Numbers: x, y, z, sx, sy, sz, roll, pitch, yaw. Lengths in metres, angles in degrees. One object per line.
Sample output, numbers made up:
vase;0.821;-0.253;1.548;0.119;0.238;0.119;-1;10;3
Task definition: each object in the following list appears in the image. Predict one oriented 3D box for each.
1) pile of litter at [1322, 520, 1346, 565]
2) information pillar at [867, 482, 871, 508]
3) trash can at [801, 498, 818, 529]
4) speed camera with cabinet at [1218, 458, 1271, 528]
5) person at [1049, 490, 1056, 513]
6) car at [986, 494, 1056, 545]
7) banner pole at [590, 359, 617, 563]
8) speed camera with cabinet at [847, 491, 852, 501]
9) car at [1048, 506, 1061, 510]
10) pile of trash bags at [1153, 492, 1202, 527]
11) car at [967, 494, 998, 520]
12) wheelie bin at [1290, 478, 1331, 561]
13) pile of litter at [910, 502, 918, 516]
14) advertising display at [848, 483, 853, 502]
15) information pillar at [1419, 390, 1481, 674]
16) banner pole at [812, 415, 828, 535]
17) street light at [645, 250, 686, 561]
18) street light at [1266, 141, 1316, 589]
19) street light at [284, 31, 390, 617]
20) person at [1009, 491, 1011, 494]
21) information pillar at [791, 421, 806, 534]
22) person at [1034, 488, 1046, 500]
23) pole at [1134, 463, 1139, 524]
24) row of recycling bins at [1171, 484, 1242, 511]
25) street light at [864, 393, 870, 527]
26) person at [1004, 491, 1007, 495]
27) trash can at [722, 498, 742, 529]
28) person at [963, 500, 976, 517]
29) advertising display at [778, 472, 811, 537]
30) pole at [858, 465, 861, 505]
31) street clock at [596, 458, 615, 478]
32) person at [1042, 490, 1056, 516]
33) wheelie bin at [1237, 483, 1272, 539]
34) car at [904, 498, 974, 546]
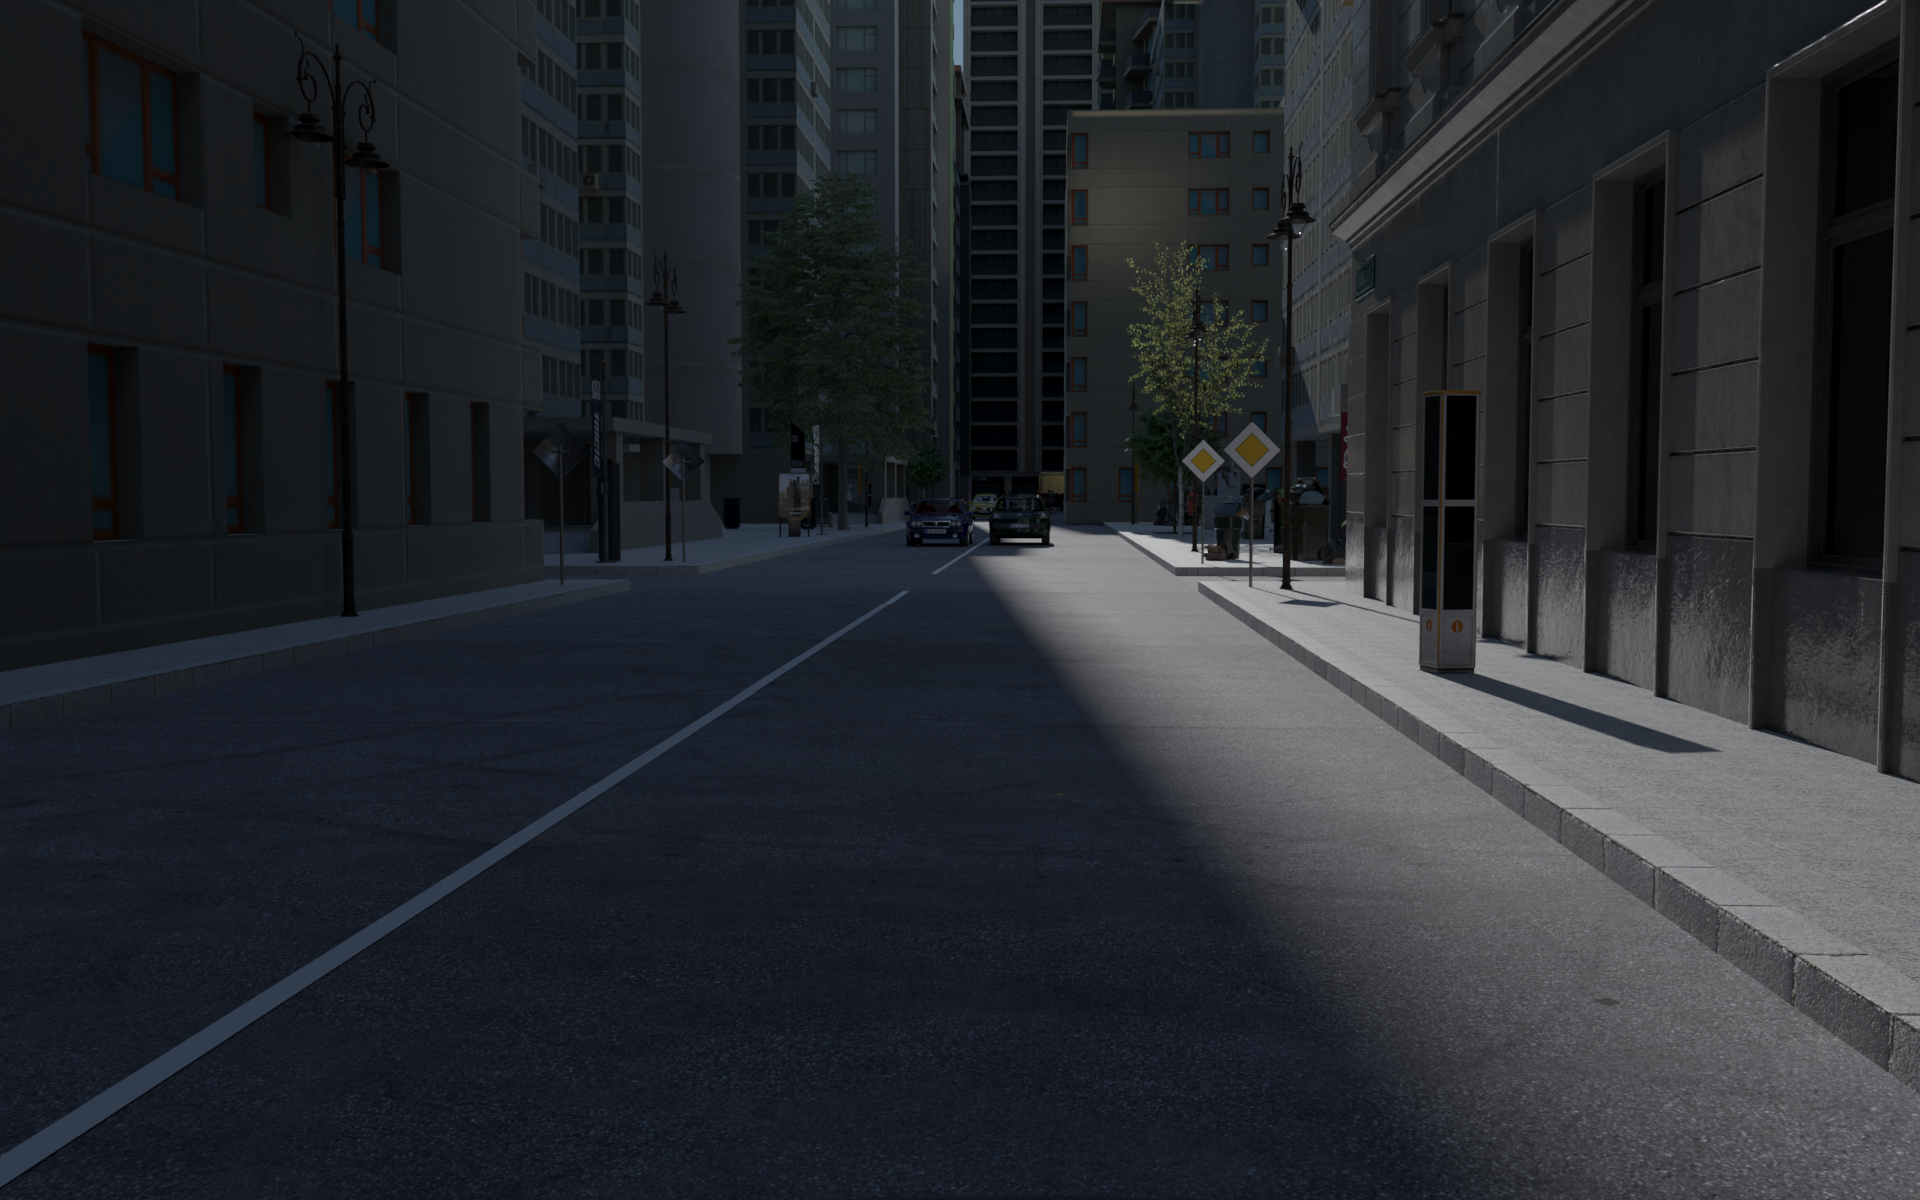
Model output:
pile of litter;7.425;-1.099;31.928;1.719;0.858;1.176;-1;4;-10
information pillar;-5.471;-6.129;104.708;0.304;2.012;0.304;0;4;-5
trash can;-5.543;-3.147;63.099;0.748;1.137;0.748;0;3;0
speed camera with cabinet;10.721;-4.338;65.258;2.038;3.252;0.660;-1;4;-23
person;6.895;-7.333;129.307;0.541;1.710;0.530;1;4;16
car;1.739;-2.443;49.737;2.009;1.686;4.222;0;4;3
banner pole;-6.645;-2.567;31.992;0.401;3.779;0.863;1;4;10
speed camera with cabinet;-6.826;-6.019;92.745;2.038;3.252;0.660;0;4;5
car;8.709;-9.272;161.813;2.015;1.641;3.980;0;4;3
pile of trash bags;9.008;-3.668;69.719;1.912;1.369;3.447;0;4;-7
car;1.455;-5.347;97.648;2.015;1.641;3.980;0;4;3
wheelie bin;6.711;-1.559;33.403;0.693;1.594;0.980;-2;4;-26
pile of litter;-2.395;-5.231;99.493;1.719;0.858;1.176;-3;5;-43
advertising display;-6.616;-6.025;103.722;0.123;1.923;0.974;1;4;11
information pillar;3.518;-0.487;12.455;0.304;2.012;0.304;-1;4;-12
banner pole;-4.490;-3.968;54.891;0.401;3.779;0.863;-2;4;-32
street light;-5.593;-3.687;33.064;0.468;5.910;1.993;0;4;3
street light;4.406;-3.084;23.212;0.468;5.910;1.993;0;4;3
street light;-6.398;-2.763;17.967;0.468;5.910;1.993;0;4;3
person;4.415;-8.630;150.279;0.721;1.739;1.217;-3;5;-43
information pillar;-5.201;-3.926;55.549;0.504;3.616;0.183;1;4;16
person;5.480;-6.953;122.141;1.348;1.831;0.705;1;4;19
pole;7.674;-4.975;75.179;0.158;3.312;0.155;0;3;0
row of recycling bins;10.540;-3.981;72.202;3.534;1.692;1.069;1;4;11
street light;-3.641;-5.782;67.317;0.468;5.910;1.993;0;4;3
person;4.418;-9.820;169.767;1.217;1.736;0.721;2;4;29
trash can;-8.364;-3.170;63.482;0.748;1.137;0.748;0;3;0
person;0.164;-3.948;78.542;0.738;1.151;1.012;-2;4;-32
advertising display;-4.942;-2.839;51.626;0.974;1.923;0.123;-1;4;-14
pole;-5.618;-6.309;96.999;0.158;3.312;0.155;0;3;0
street clock;-7.201;-1.875;35.224;0.471;2.002;0.358;-1;4;-19
person;5.857;-6.470;115.006;1.217;1.735;0.721;-2;4;-27
wheelie bin;8.371;-2.523;49.157;0.980;1.594;0.693;0;4;3
car;-0.548;-2.205;48.638;1.945;1.354;3.894;0;4;3
